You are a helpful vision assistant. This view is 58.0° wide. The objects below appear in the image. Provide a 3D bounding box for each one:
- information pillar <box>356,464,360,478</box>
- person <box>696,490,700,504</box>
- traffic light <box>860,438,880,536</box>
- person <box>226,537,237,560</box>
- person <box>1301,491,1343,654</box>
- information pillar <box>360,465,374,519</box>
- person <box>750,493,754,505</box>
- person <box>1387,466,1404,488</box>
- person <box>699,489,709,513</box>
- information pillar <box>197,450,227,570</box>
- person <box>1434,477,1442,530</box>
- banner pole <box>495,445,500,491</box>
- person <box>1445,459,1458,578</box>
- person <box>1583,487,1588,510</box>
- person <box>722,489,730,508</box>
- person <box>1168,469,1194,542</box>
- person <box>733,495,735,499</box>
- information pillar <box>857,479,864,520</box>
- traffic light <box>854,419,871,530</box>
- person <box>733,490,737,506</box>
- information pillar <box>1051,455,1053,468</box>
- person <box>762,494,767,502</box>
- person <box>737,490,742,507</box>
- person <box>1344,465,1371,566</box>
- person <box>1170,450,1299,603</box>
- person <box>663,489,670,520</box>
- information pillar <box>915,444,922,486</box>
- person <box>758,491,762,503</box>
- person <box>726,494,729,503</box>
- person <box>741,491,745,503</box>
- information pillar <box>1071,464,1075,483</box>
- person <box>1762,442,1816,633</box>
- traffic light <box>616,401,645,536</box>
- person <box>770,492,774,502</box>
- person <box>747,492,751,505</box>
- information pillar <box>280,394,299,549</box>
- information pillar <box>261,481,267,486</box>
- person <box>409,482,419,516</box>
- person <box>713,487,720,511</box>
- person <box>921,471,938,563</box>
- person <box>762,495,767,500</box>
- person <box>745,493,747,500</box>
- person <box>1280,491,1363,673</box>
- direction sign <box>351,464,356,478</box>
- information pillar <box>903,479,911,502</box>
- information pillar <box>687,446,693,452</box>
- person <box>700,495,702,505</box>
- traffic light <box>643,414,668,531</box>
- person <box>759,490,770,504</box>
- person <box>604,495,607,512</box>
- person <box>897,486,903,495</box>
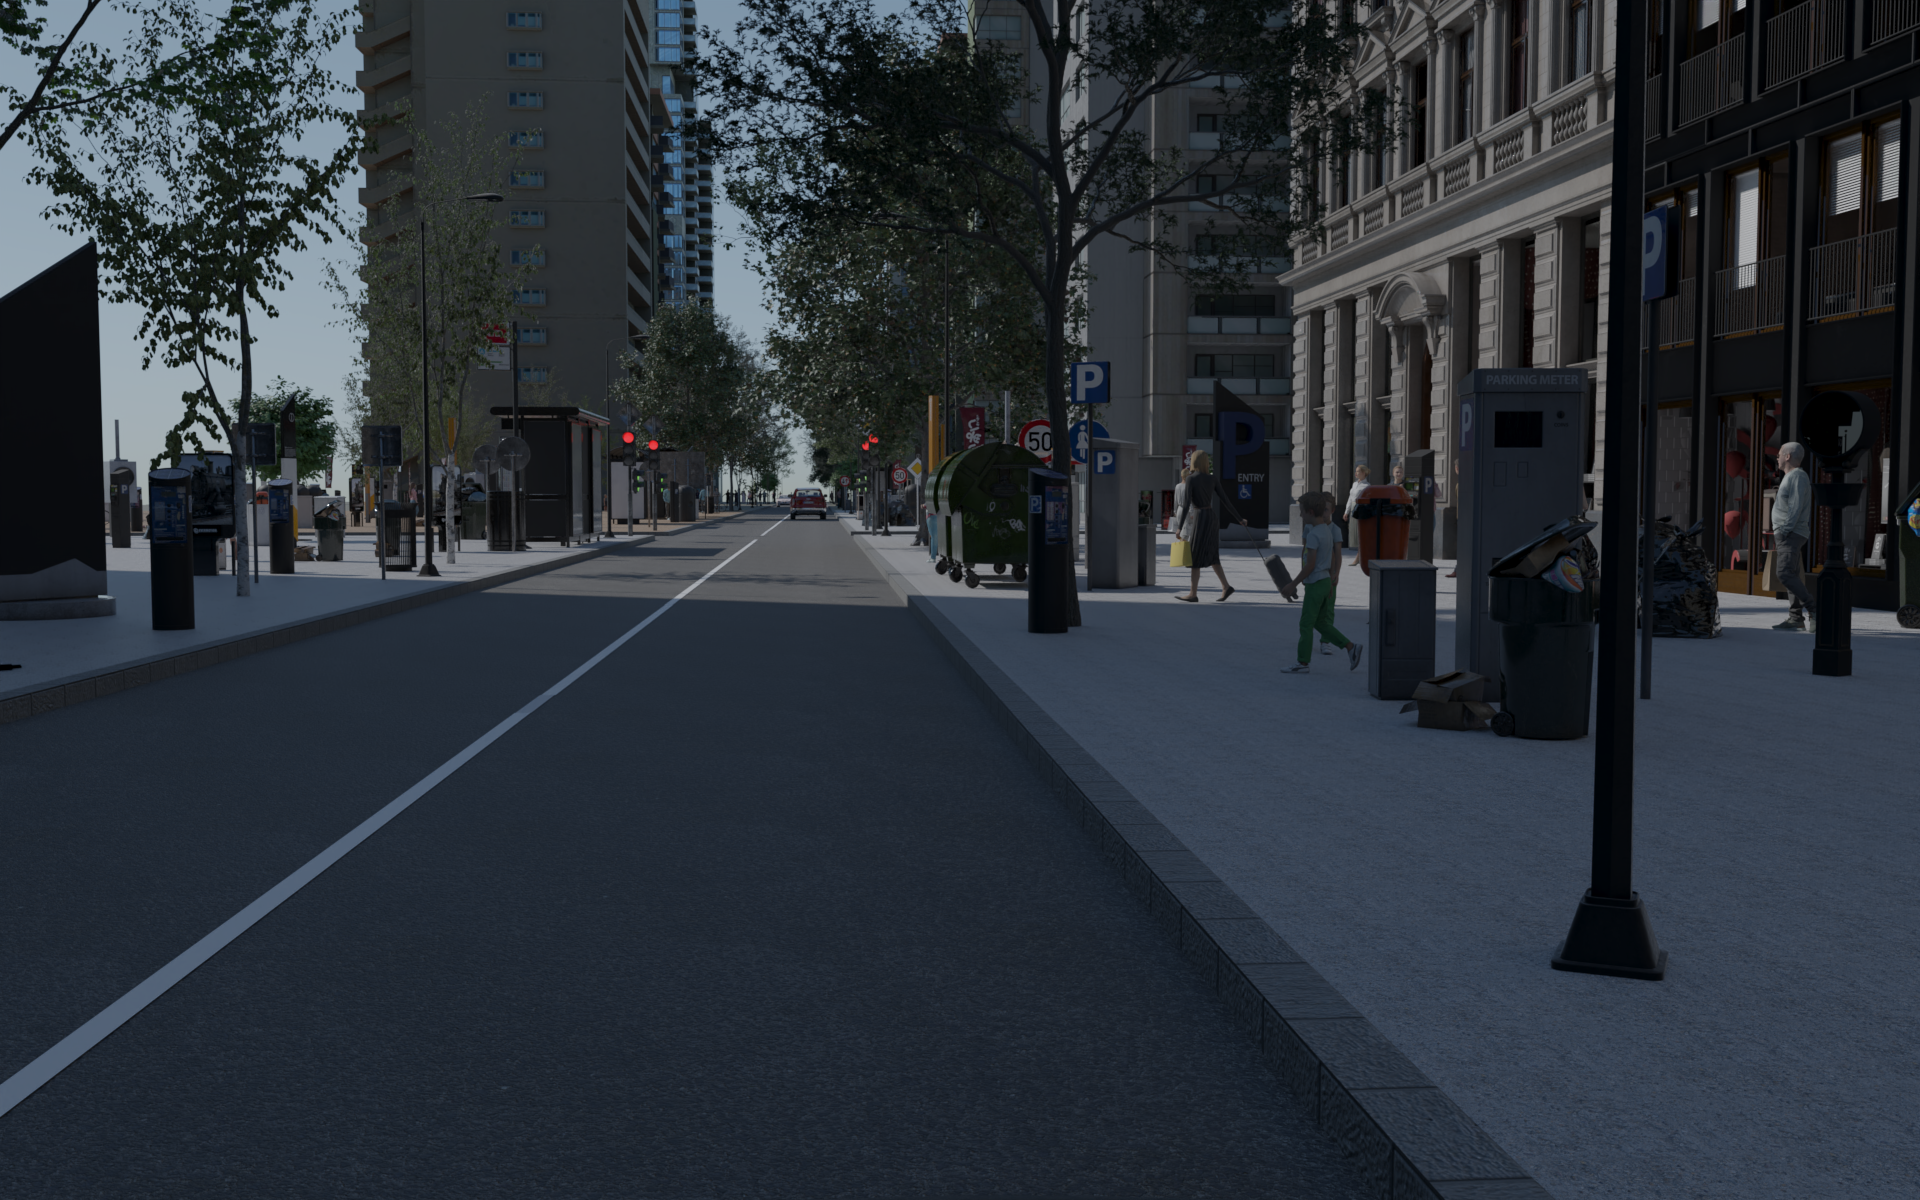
[{"bbox_3d":[-40.790,-7.731,117.750,0.504,3.616,0.183,-1,4,-18],"label":"information pillar"},{"bbox_3d":[-27.210,-10.568,179.749,0.541,1.710,0.530,0,4,4],"label":"person"},{"bbox_3d":[-2.654,-3.925,53.099,0.839,4.253,0.868,0,4,-5],"label":"traffic light"},{"bbox_3d":[-14.086,-1.657,33.226,0.778,1.811,0.616,0,4,-7],"label":"person"},{"bbox_3d":[2.927,-0.231,14.061,0.306,1.304,0.590,0,3,0],"label":"person"},{"bbox_3d":[-30.538,-6.000,89.463,0.504,3.616,0.183,-3,4,-36],"label":"information pillar"},{"bbox_3d":[-24.943,-12.348,208.063,1.348,1.807,0.705,2,4,25],"label":"person"},{"bbox_3d":[7.630,-1.455,30.246,0.576,1.772,0.534,1,4,16],"label":"person"},{"bbox_3d":[-17.198,-6.746,116.364,0.660,1.820,0.620,-1,4,-10],"label":"person"},{"bbox_3d":[-12.588,-1.508,29.153,0.304,2.012,0.304,1,4,10],"label":"information pillar"},{"bbox_3d":[7.320,-1.289,27.707,0.593,1.750,0.643,-1,4,-15],"label":"person"},{"bbox_3d":[-23.597,-6.036,88.709,0.401,3.779,0.863,-3,5,-44],"label":"banner pole"},{"bbox_3d":[7.809,-1.267,26.670,0.836,1.842,0.656,-1,4,-15],"label":"person"},{"bbox_3d":[6.782,-0.789,19.291,0.599,1.781,0.374,2,4,27],"label":"person"},{"bbox_3d":[-21.446,-9.396,160.382,1.217,1.735,0.721,0,4,1],"label":"person"},{"bbox_3d":[4.371,-1.689,34.003,0.624,1.780,0.694,-2,4,-32],"label":"person"},{"bbox_3d":[-36.504,-16.843,281.983,0.990,1.755,0.434,0,4,2],"label":"person"},{"bbox_3d":[-4.884,-4.924,85.007,0.304,2.012,0.304,-1,4,-17],"label":"information pillar"},{"bbox_3d":[-3.308,-4.412,61.057,0.839,4.253,0.868,0,4,-5],"label":"traffic light"},{"bbox_3d":[-24.463,-11.107,188.086,0.568,1.767,0.683,0,4,3],"label":"person"},{"bbox_3d":[1.625,-1.429,27.849,0.304,2.012,0.304,0,3,0],"label":"information pillar"},{"bbox_3d":[-30.993,-16.428,274.739,1.348,1.812,0.705,2,4,23],"label":"person"},{"bbox_3d":[-21.707,-10.023,170.724,0.742,1.727,0.445,2,4,24],"label":"person"},{"bbox_3d":[7.204,-1.510,30.956,0.641,1.798,0.478,-1,4,-19],"label":"person"},{"bbox_3d":[3.250,-0.871,20.508,1.509,1.804,0.699,0,4,8],"label":"person"},{"bbox_3d":[-14.382,-4.880,85.845,0.660,1.820,0.620,-1,4,-23],"label":"person"},{"bbox_3d":[-1.887,-5.504,81.338,0.504,3.616,0.183,-1,4,-11],"label":"information pillar"},{"bbox_3d":[-28.453,-14.636,245.894,0.434,1.755,0.990,2,4,35],"label":"person"},{"bbox_3d":[-32.201,-14.287,240.161,0.617,1.759,0.750,-2,4,-26],"label":"person"},{"bbox_3d":[-29.918,-14.189,238.693,0.621,1.740,0.551,0,4,4],"label":"person"},{"bbox_3d":[4.897,-5.166,75.817,0.183,3.616,0.504,2,4,34],"label":"information pillar"},{"bbox_3d":[7.879,-0.599,16.326,0.515,1.767,0.782,1,4,21],"label":"person"},{"bbox_3d":[-9.989,-3.888,52.482,0.839,4.253,0.868,0,4,-5],"label":"traffic light"},{"bbox_3d":[-30.674,-16.942,283.731,1.217,1.739,0.721,2,4,35],"label":"person"},{"bbox_3d":[-25.115,-12.154,205.705,0.436,1.711,0.756,-2,4,-31],"label":"person"},{"bbox_3d":[-15.618,-2.996,40.338,0.183,3.616,0.504,1,4,13],"label":"information pillar"},{"bbox_3d":[-44.462,-7.292,110.582,0.183,3.616,0.504,1,4,18],"label":"information pillar"},{"bbox_3d":[-24.521,-4.389,77.808,0.555,1.821,0.388,3,4,36],"label":"person"},{"bbox_3d":[-18.103,-7.473,128.563,0.599,1.781,0.374,-1,4,-17],"label":"person"},{"bbox_3d":[-0.417,-1.557,32.336,0.563,1.720,0.643,-3,5,-40],"label":"person"},{"bbox_3d":[-30.806,-16.316,273.353,0.990,1.755,0.434,3,5,40],"label":"person"},{"bbox_3d":[-33.906,-16.144,273.221,0.599,1.433,0.991,2,4,32],"label":"person"},{"bbox_3d":[2.594,-0.128,12.388,0.590,1.304,0.306,0,4,5],"label":"person"},{"bbox_3d":[-45.288,-8.459,130.302,0.876,3.537,0.379,-2,4,-30],"label":"direction sign"},{"bbox_3d":[-2.613,-4.963,85.632,0.304,2.012,0.304,3,4,37],"label":"information pillar"},{"bbox_3d":[-13.192,-5.696,84.488,0.183,3.616,0.504,2,4,34],"label":"information pillar"},{"bbox_3d":[-29.416,-11.629,196.879,1.217,1.736,0.721,-1,4,-22],"label":"person"},{"bbox_3d":[-10.643,-4.374,60.440,0.839,4.253,0.868,0,4,-5],"label":"traffic light"},{"bbox_3d":[-25.027,-13.188,221.754,1.350,1.814,0.705,-1,4,-10],"label":"person"},{"bbox_3d":[-25.425,-6.962,124.548,0.362,1.253,0.373,-2,4,-30],"label":"person"},{"bbox_3d":[-3.682,-6.351,109.986,0.694,1.812,0.767,2,4,33],"label":"person"}]
